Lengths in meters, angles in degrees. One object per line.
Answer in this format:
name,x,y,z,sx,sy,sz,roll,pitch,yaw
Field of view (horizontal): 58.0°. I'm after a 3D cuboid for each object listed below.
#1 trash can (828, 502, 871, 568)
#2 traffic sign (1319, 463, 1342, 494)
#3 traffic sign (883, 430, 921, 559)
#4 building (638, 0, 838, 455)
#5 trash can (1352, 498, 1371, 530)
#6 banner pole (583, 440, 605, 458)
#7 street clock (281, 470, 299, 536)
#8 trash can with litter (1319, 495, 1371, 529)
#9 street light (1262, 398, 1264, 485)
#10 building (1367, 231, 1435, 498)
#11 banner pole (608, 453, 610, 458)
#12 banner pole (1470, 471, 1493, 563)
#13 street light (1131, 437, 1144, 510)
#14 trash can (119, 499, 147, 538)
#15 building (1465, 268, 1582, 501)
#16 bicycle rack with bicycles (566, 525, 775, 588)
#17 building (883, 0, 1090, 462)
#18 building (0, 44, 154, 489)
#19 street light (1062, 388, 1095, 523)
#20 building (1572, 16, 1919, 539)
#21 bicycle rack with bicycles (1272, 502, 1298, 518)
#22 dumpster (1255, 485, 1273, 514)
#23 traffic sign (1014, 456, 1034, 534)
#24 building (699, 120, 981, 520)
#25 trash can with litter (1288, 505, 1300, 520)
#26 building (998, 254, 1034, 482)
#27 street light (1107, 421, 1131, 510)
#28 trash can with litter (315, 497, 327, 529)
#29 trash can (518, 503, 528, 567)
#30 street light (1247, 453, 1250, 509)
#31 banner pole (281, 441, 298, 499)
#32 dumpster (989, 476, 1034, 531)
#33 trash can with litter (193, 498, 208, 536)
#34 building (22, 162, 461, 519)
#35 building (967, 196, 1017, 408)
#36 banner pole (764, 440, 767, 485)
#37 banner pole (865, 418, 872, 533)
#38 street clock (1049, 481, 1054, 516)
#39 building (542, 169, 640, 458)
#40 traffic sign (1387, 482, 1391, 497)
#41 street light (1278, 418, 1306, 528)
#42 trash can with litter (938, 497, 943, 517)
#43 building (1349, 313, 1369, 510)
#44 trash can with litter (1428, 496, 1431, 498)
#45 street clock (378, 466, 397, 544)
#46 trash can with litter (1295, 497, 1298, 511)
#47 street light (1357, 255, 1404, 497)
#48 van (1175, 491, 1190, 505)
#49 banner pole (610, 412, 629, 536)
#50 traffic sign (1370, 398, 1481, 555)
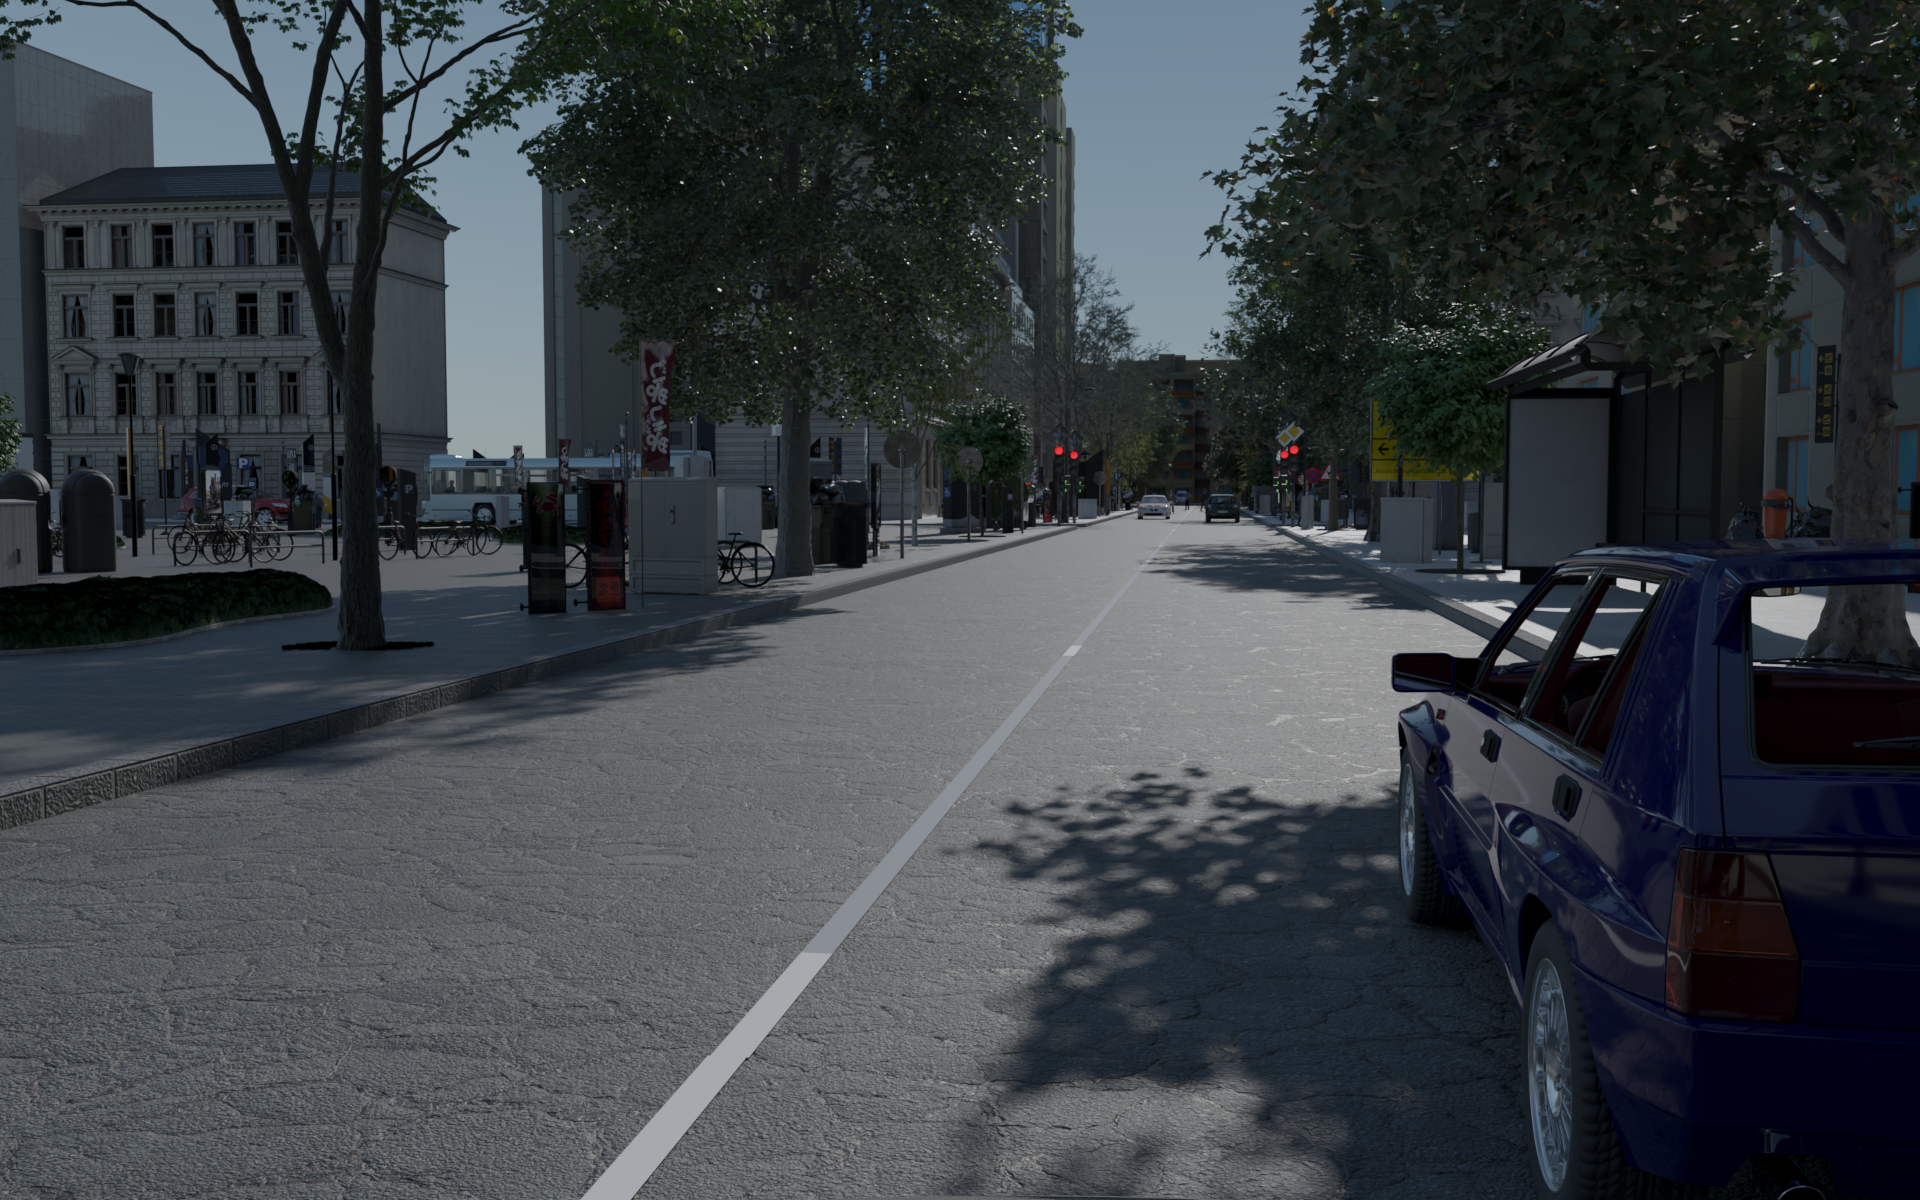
trash can,-1.925,-1.140,30.288,0.748,1.137,0.748,0,3,0
traffic sign,14.343,-4.109,67.181,0.884,2.594,0.081,1,4,13
traffic sign,-1.151,-2.095,34.366,0.768,2.556,0.104,1,4,10
building,-26.469,-47.380,212.907,20.611,71.187,20.563,0,4,8
trash can,14.445,-3.092,62.200,0.748,1.137,0.748,0,3,0
banner pole,-16.923,-5.486,79.714,0.863,3.779,0.401,1,4,13
street clock,-20.464,-2.961,52.983,0.471,2.002,0.358,1,4,9
trash can with litter,14.629,-3.351,65.840,1.678,1.210,2.233,0,4,1
street light,15.042,-6.795,83.634,1.470,5.913,1.316,0,4,8
building,35.236,-20.267,117.271,13.634,28.700,20.117,0,4,8
banner pole,-18.783,-6.330,93.512,0.401,3.779,0.863,1,4,21
banner pole,9.685,-2.560,31.874,0.401,3.779,0.863,0,4,4
street light,14.531,-10.381,142.273,1.470,5.913,1.316,0,4,8
trash can,-24.151,-2.383,50.620,0.748,1.137,0.748,0,3,0
building,35.278,-15.165,84.108,21.152,22.565,11.583,0,4,8
bicycle rack with bicycles,-3.907,-0.659,24.158,2.925,0.926,2.852,1,4,17
building,-0.469,-54.783,208.369,31.000,86.520,22.319,0,4,8
building,-57.989,-17.103,97.650,19.932,24.808,12.078,0,4,8
street light,5.185,-6.319,75.858,1.470,5.913,1.316,0,4,8
building,32.105,-12.002,41.264,27.650,21.520,28.899,0,4,8
bicycle rack with bicycles,17.902,-4.756,91.149,2.925,0.926,2.852,0,4,-2
dumpster,19.679,-6.478,111.678,1.264,1.857,1.865,0,4,8
traffic sign,2.024,-3.427,56.138,0.768,2.556,0.104,1,4,10
building,-5.936,-15.861,95.487,11.583,22.565,21.152,0,4,8
trash can with litter,17.418,-4.675,87.494,1.678,1.210,2.233,2,4,28
building,-0.084,-17.353,138.471,10.420,20.320,16.860,0,4,8
street light,9.782,-8.324,108.638,1.470,5.913,1.316,0,4,8
trash can with litter,-23.726,-3.194,63.614,0.624,1.170,1.055,0,3,0
trash can,-7.010,-1.060,28.981,0.748,1.137,0.748,0,3,0
street light,19.788,-8.798,116.393,1.470,5.913,1.316,0,4,8
banner pole,-31.953,-5.652,82.435,0.863,3.779,0.401,0,4,-2
dumpster,1.785,-3.601,61.363,1.502,2.255,1.985,0,4,8
trash can with litter,-22.820,-2.511,52.442,0.624,1.170,1.055,-3,4,-38
building,-38.456,-14.048,94.305,19.286,19.102,10.561,0,4,8
building,-4.042,-16.915,118.358,13.314,21.916,24.055,0,4,8
banner pole,-9.012,-5.511,80.115,0.401,3.779,0.863,0,4,1
banner pole,-3.070,-4.112,57.251,0.401,3.779,0.863,-1,4,-14
street clock,5.313,-5.815,99.647,0.358,2.002,0.471,2,4,35
building,-43.651,-32.783,219.595,14.086,41.232,14.154,0,4,8
traffic sign,9.763,-2.403,39.391,0.768,2.556,0.104,1,4,10
street light,12.666,-5.739,66.366,1.470,5.913,1.316,0,4,8
trash can with litter,-0.421,-4.029,77.263,0.624,1.170,1.055,3,5,43
building,37.938,-19.521,137.195,12.078,24.808,19.932,0,4,8
trash can with litter,22.431,-4.374,82.575,1.678,1.210,2.233,-3,5,-42
street clock,-14.778,-2.461,44.811,0.471,2.002,0.358,0,4,2
trash can with litter,24.921,-7.141,128.149,1.055,1.170,0.624,-2,4,-27
street light,8.004,-3.734,33.595,1.470,5.913,1.316,0,4,8
van,28.796,-13.286,224.241,2.013,2.044,4.112,0,4,8
banner pole,-10.301,-3.864,53.187,0.401,3.779,0.863,-2,4,-30
traffic sign,9.764,-2.598,36.354,2.265,3.308,0.079,1,4,13
